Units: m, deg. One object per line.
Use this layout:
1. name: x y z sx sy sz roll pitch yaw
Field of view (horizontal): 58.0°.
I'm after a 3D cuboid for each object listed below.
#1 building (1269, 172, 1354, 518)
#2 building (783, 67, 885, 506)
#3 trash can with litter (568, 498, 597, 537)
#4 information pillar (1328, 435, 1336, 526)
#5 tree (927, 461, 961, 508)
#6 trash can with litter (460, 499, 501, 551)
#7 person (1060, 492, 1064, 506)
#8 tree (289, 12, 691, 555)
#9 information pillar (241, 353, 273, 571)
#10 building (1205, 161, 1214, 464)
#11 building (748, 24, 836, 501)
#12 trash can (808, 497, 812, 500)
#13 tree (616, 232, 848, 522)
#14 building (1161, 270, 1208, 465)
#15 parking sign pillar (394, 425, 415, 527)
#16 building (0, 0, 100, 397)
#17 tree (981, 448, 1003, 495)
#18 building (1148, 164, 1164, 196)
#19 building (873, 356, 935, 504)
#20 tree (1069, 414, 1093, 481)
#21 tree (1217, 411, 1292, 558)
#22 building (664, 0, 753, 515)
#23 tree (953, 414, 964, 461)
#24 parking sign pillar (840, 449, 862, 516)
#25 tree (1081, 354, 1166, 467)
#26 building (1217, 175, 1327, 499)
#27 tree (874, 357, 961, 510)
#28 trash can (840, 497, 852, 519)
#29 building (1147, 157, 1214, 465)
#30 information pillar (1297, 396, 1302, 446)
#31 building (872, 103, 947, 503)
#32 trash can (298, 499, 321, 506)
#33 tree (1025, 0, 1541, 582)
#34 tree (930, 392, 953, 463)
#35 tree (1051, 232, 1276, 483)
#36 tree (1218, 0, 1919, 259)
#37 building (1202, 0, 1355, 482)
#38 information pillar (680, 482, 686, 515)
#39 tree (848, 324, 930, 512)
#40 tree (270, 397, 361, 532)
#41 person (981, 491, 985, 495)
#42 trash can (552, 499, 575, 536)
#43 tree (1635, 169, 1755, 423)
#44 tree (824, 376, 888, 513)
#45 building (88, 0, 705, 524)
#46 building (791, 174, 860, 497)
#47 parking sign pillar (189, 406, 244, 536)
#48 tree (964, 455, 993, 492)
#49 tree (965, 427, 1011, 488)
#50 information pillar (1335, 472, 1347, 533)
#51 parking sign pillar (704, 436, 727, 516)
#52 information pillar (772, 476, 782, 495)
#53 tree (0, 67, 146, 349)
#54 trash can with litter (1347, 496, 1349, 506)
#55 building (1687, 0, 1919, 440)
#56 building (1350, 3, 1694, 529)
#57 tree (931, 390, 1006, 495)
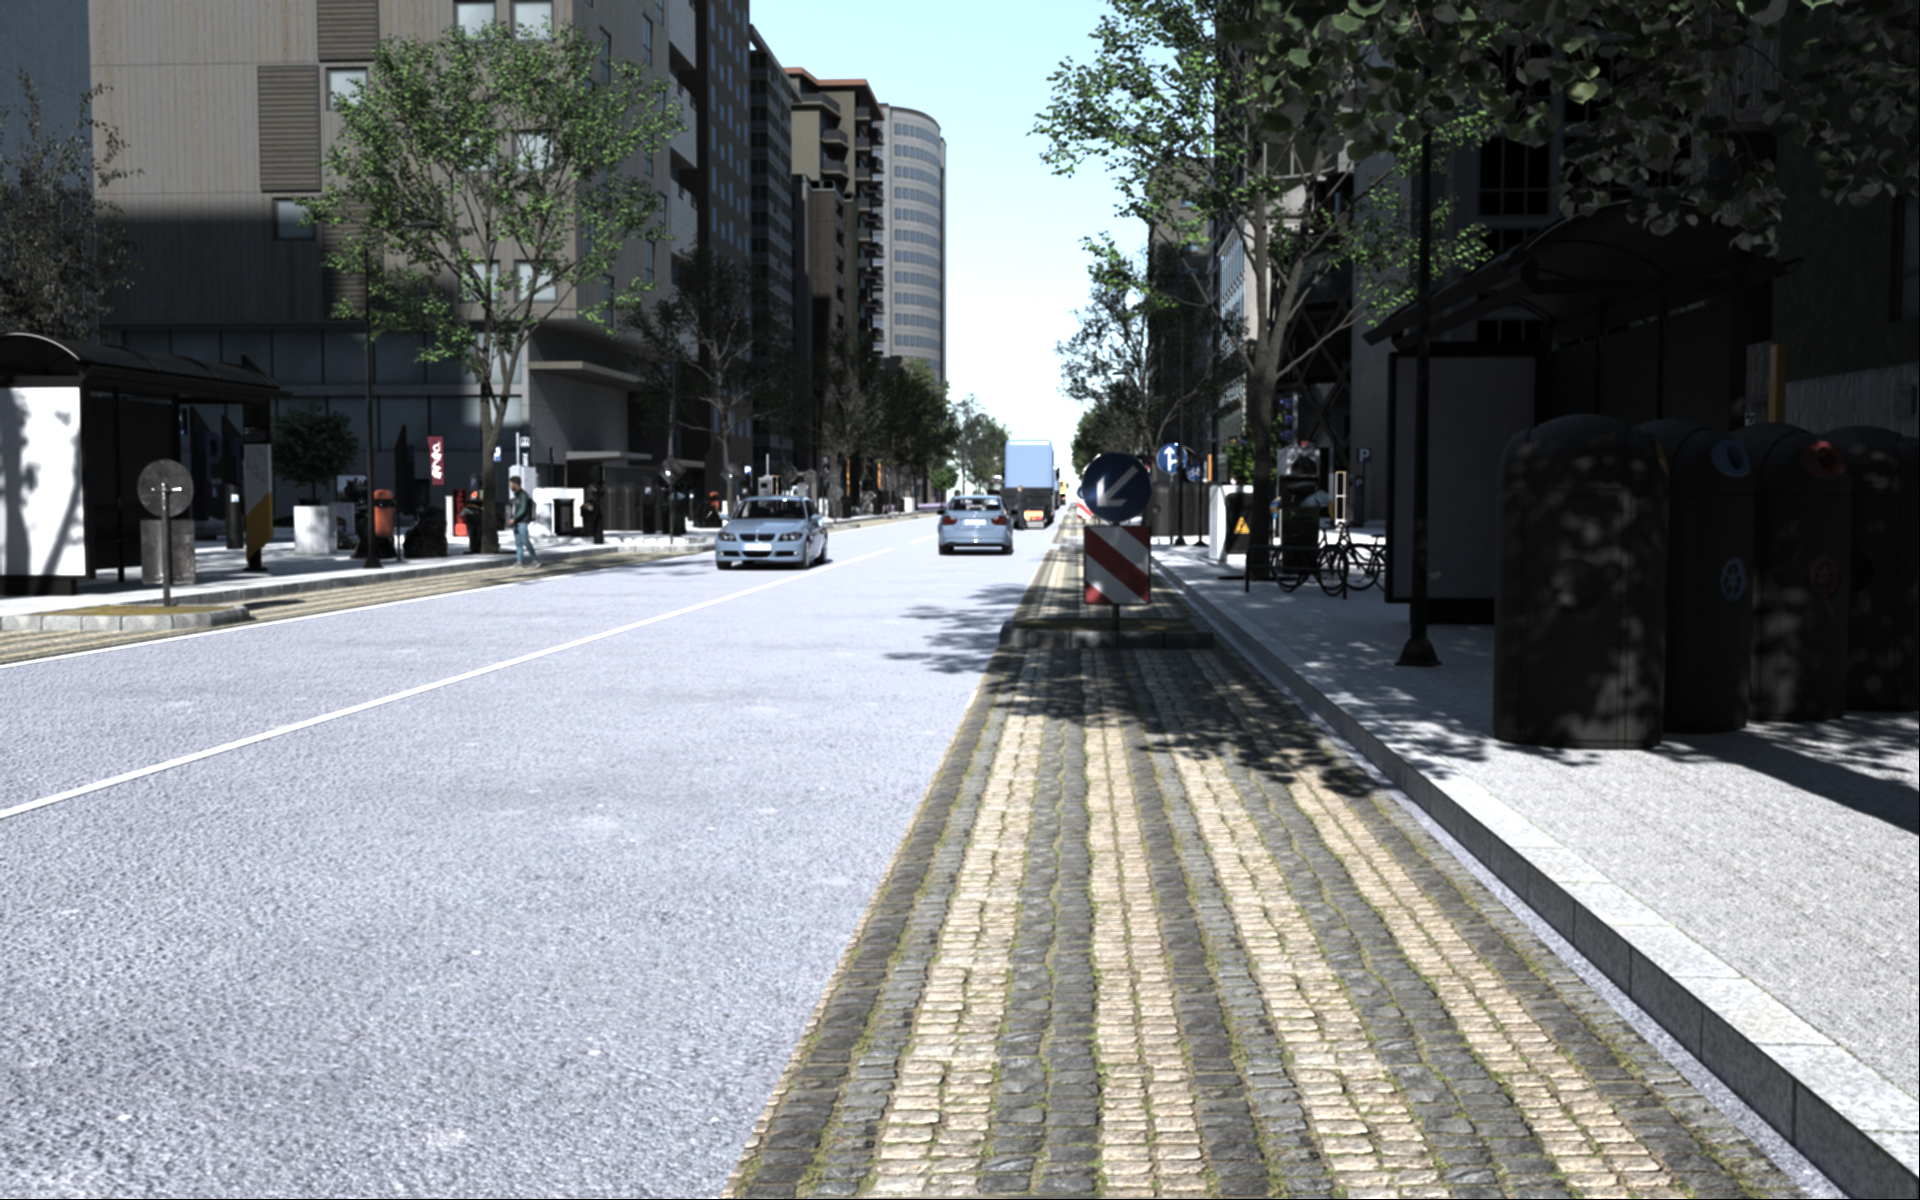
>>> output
1. building: 25.885 -14.093 97.875 16.820 18.784 16.811 0 4 4
2. building: -19.641 -32.178 180.741 22.147 44.769 28.867 0 4 4
3. trash can with litter: -11.304 -2.481 51.952 1.055 1.170 0.624 2 4 25
4. information pillar: 14.928 -4.776 69.440 0.183 3.616 0.504 -1 4 -13
5. tree: -1.571 -11.047 164.328 4.285 4.588 4.351 0 3 0
6. trash can with litter: -10.746 -1.682 38.885 0.624 1.170 1.055 0 4 6
7. person: 11.974 -12.062 206.240 0.721 1.766 1.217 3 5 39
8. tree: -9.958 -6.802 36.973 9.928 11.665 9.643 0 3 0
9. information pillar: -11.675 -2.288 28.760 0.504 3.616 0.183 1 4 16
10. building: 38.544 -29.851 179.943 32.217 40.220 23.993 0 4 4
11. building: -26.698 -27.405 139.960 32.217 40.220 23.993 0 4 4
12. trash can: -7.833 -4.644 87.578 0.748 1.137 0.748 0 3 0
13. tree: -8.562 -7.820 62.268 7.601 10.594 8.767 0 4 5
14. building: 33.356 -27.861 227.232 14.160 30.474 14.107 0 4 4
15. parking sign pillar: -21.963 -4.894 68.484 1.447 3.967 1.447 -2 4 -32
16. building: -28.369 -12.995 30.491 19.932 24.808 12.078 0 4 4
17. tree: 3.881 -18.283 249.295 4.737 8.622 4.395 0 3 0
18. building: 43.383 -41.555 268.656 28.713 52.752 27.495 0 4 4
19. building: -18.285 -23.807 234.280 27.650 21.520 28.899 0 4 4
20. tree: 18.380 -19.648 239.364 7.486 12.596 7.792 0 3 0
21. tree: 5.953 -2.485 35.233 1.663 3.219 1.824 0 3 0
22. building: -21.947 -28.391 114.308 14.600 45.320 14.200 0 4 4
23. tree: -3.304 -12.186 133.658 8.767 10.594 7.601 2 4 29
24. parking sign pillar: -6.515 -6.950 102.102 1.447 3.967 1.447 3 5 43
25. tree: 8.746 -8.554 90.228 4.360 8.622 3.978 0 3 0
26. building: 22.803 -16.328 116.117 9.793 20.994 18.267 0 4 4
27. tree: -3.700 -13.754 143.001 7.486 12.596 7.792 0 3 0
28. trash can: -5.983 -4.847 90.900 0.748 1.137 0.748 0 3 0
29. building: 37.636 -37.976 244.611 21.300 48.544 21.600 0 4 4
30. information pillar: 7.997 -3.065 41.470 0.183 3.616 0.504 -2 4 -24
31. building: -13.531 -44.000 261.400 21.231 58.520 28.212 0 4 4
32. trash can: -20.776 -2.673 55.364 0.748 1.137 0.748 0 3 0
33. tree: 4.516 -6.091 25.351 9.928 11.665 9.643 0 3 0
34. tree: -4.595 -11.377 120.422 7.601 10.594 8.767 0 4 -2
35. tree: 7.014 -7.744 61.027 8.767 10.594 7.601 1 4 17
36. tree: 3.664 -5.967 4.224 9.857 13.997 8.962 0 3 0
37. building: 31.768 -43.912 156.213 20.563 71.187 20.611 0 4 4
38. information pillar: -17.197 -6.301 107.515 0.304 2.012 0.304 0 4 8
39. tree: -6.609 -9.694 92.910 8.767 10.594 7.601 -1 4 -9
40. tree: -21.970 -4.586 58.701 4.285 4.588 4.351 0 3 0
41. person: 2.659 -11.097 190.392 0.568 1.767 0.683 2 4 31
42. trash can: -12.264 -2.566 53.608 0.748 1.137 0.748 0 3 0
43. tree: 16.414 -5.317 37.289 4.737 8.622 4.395 0 3 0
44. tree: -6.292 -9.591 107.179 4.360 8.622 3.978 0 3 0
45. building: -28.655 -30.363 85.670 28.713 52.752 27.495 0 4 4
46. building: -17.064 -23.698 159.164 14.160 30.474 14.107 0 4 4
47. parking sign pillar: -23.419 -4.002 53.901 1.447 3.967 1.447 0 4 2
48. tree: 2.439 -17.448 235.641 4.360 8.622 3.978 0 3 0
49. tree: 5.490 -22.471 284.409 9.611 12.733 9.660 0 3 0
50. information pillar: 12.507 -3.199 56.802 0.304 2.012 0.304 2 4 28
51. parking sign pillar: -11.400 -5.653 80.899 1.447 3.967 1.447 -3 5 -42
52. information pillar: -7.380 -4.005 69.971 0.304 2.012 0.304 3 5 41
53. tree: -15.678 -4.823 29.223 4.360 8.622 3.978 0 3 0
54. trash can with litter: 20.019 -4.772 89.403 0.624 1.170 1.055 2 4 28
55. building: 19.097 -15.579 26.423 14.160 30.474 14.107 0 4 4
56. building: 27.622 -16.524 63.674 24.014 27.812 14.314 0 4 4
57. tree: 0.567 -17.858 202.348 12.009 13.543 11.850 0 3 0
